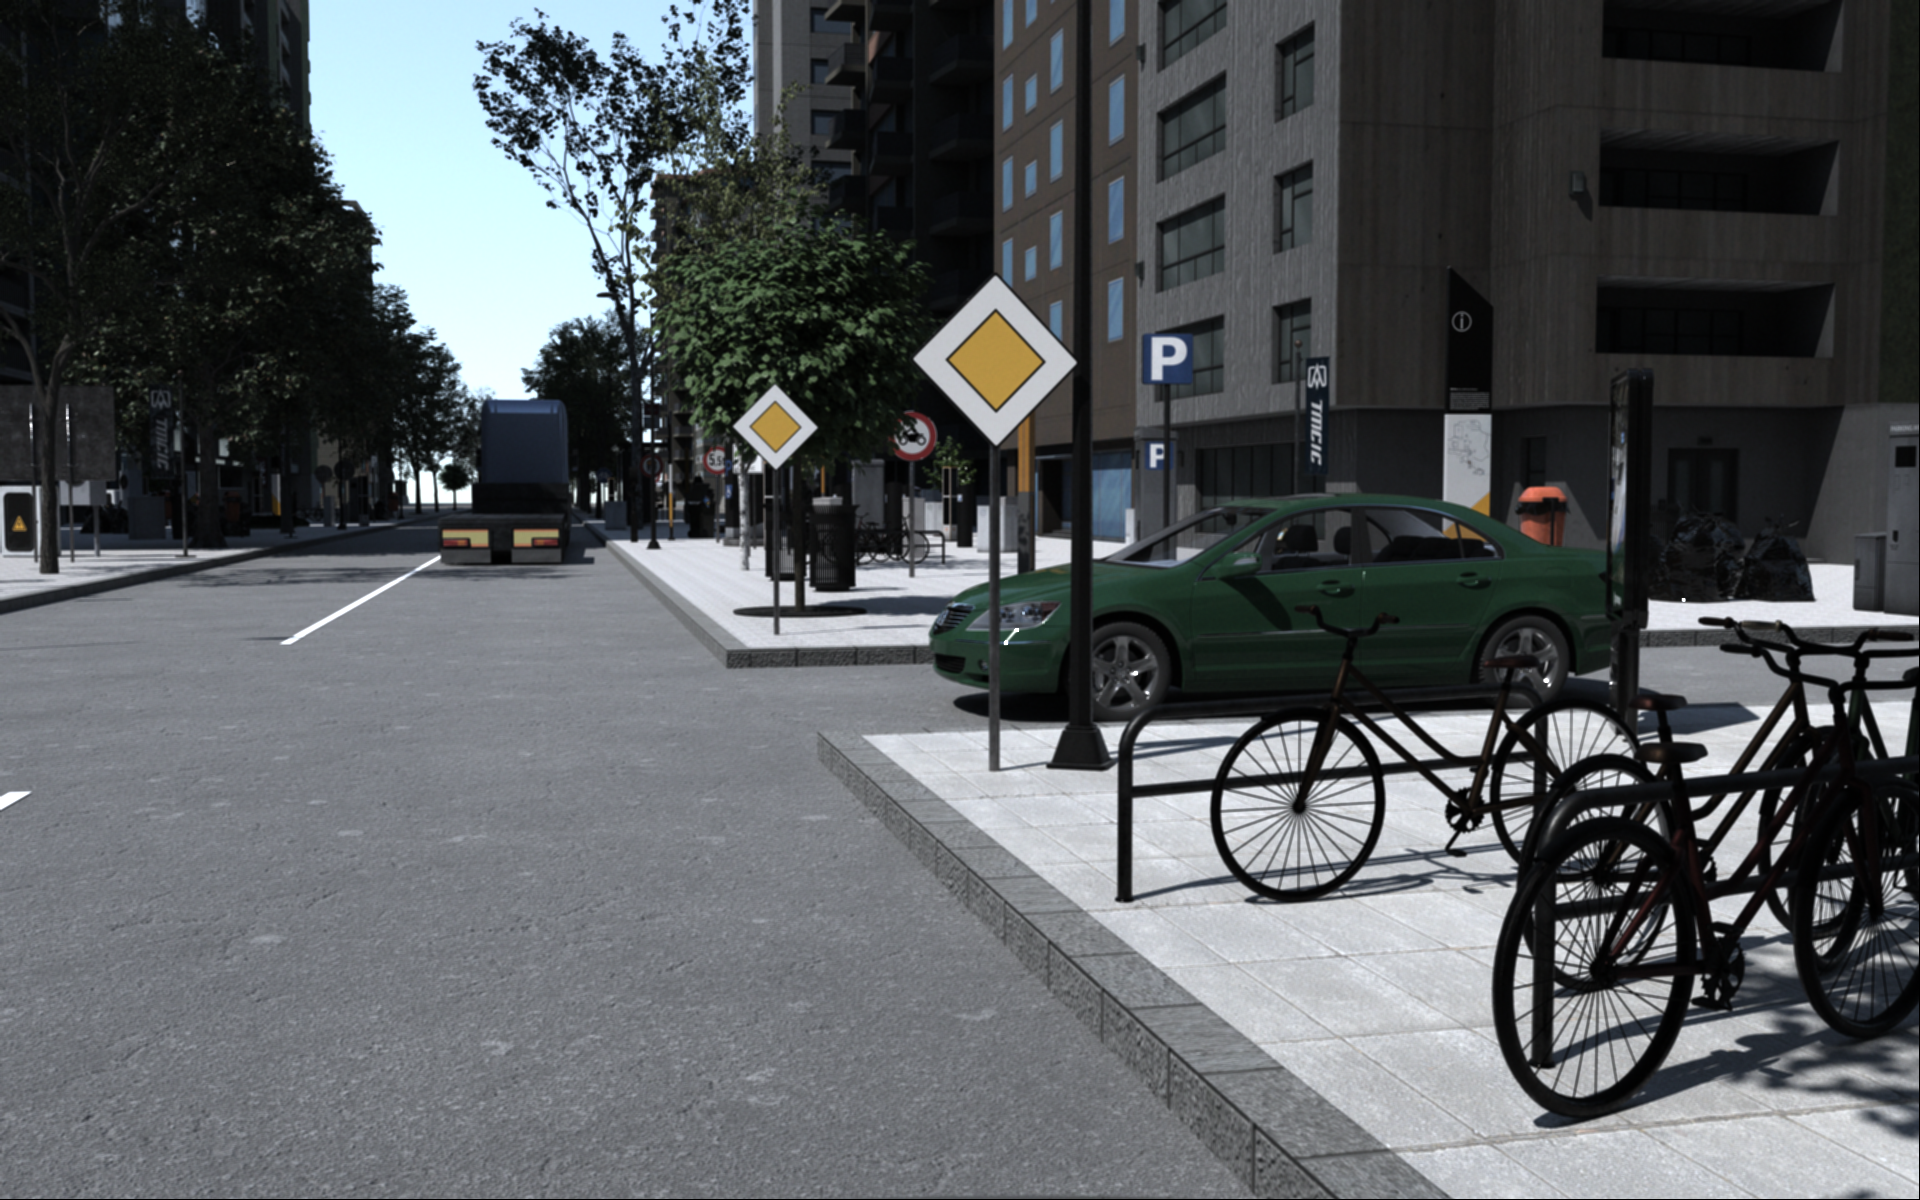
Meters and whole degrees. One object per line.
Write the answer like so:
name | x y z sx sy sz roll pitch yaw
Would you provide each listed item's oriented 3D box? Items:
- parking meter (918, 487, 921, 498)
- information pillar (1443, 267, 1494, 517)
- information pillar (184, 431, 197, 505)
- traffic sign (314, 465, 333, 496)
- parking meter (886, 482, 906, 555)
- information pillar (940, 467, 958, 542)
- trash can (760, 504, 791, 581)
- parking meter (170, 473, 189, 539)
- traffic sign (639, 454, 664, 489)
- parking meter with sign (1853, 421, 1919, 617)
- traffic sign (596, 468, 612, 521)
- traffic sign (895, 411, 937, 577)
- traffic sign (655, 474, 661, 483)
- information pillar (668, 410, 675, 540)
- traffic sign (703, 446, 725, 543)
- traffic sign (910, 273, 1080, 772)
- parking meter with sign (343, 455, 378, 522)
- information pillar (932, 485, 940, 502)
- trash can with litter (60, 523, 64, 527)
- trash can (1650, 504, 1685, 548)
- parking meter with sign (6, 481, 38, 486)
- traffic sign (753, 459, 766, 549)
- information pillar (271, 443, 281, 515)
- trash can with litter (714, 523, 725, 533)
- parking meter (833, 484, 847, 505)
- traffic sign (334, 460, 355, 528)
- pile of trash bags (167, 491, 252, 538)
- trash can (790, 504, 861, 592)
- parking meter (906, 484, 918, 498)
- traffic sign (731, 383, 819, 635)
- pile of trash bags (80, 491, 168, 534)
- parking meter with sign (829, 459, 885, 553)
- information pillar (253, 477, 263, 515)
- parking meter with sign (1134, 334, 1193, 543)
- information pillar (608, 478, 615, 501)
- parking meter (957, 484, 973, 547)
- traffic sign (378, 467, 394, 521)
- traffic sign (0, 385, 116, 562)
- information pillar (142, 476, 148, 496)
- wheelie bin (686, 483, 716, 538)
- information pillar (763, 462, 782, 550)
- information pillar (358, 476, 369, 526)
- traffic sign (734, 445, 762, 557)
parking meter | -1.285 -2.464 48.705 0.372 1.533 0.369 0 3 0
information pillar | 5.254 -1.628 17.981 0.504 3.616 0.183 0 4 -4
information pillar | -27.648 -4.324 62.056 0.504 3.616 0.183 -3 5 -45
traffic sign | -27.975 -4.653 76.178 0.768 2.556 0.104 -1 4 -13
parking meter | -1.390 -1.734 36.769 0.372 1.533 0.369 0 3 0
information pillar | -0.263 -2.584 46.739 0.304 2.012 0.304 3 5 44
trash can | -2.583 -0.858 25.686 0.748 1.137 0.748 0 3 0
parking meter | -22.103 -2.650 49.038 0.255 1.863 0.399 3 4 38
traffic sign | -9.750 -3.345 54.804 0.768 2.556 0.104 -1 4 -11
parking meter with sign | 10.211 -1.346 18.274 0.543 3.016 1.738 -1 4 -13
traffic sign | -17.173 -5.106 83.588 0.768 2.556 0.104 -1 4 -12
traffic sign | -0.739 -1.621 26.604 0.768 2.556 0.104 -1 4 -10
traffic sign | -14.586 -5.023 82.240 0.768 2.556 0.104 0 4 -6
information pillar | -8.039 -3.472 48.128 0.183 3.616 0.504 0 4 -8
traffic sign | -6.370 -2.776 45.501 0.768 2.556 0.104 -1 4 -9
traffic sign | 0.156 -0.264 7.963 0.795 2.450 0.064 -1 4 -13
parking meter with sign | -27.312 -5.034 78.563 1.738 3.016 0.543 1 4 16
information pillar | -0.824 -3.466 61.166 0.304 2.012 0.304 -1 4 -12
trash can with litter | -35.185 -3.384 66.718 0.624 1.170 1.055 2 4 33
trash can | 10.096 -0.823 25.113 0.748 1.137 0.748 0 3 0
parking meter with sign | -25.137 -3.068 46.421 1.738 3.016 0.543 0 4 -2
traffic sign | -4.796 -2.470 40.380 0.884 2.594 0.081 -1 4 -10
information pillar | -28.258 -4.908 71.606 0.504 3.616 0.183 2 4 28
trash can with litter | -7.638 -2.820 57.493 0.624 1.170 1.055 3 4 38
parking meter | -3.111 -2.241 45.052 0.372 1.533 0.369 0 3 0
traffic sign | -23.074 -3.966 64.942 0.768 2.556 0.104 0 4 -7
pile of trash bags | -22.264 -2.588 52.072 1.912 1.369 3.447 -3 4 -39
trash can | -1.684 -0.686 22.864 0.748 1.137 0.748 0 3 0
parking meter | -1.324 -2.065 42.177 0.372 1.533 0.369 0 3 0
traffic sign | -1.675 -0.740 15.736 0.795 2.450 0.064 -1 4 -13
pile of trash bags | -27.055 -2.871 56.696 3.447 1.369 1.912 1 4 21
parking meter with sign | -1.982 -2.533 37.677 1.738 3.016 0.543 -1 4 -9
information pillar | -30.702 -4.361 75.792 0.304 2.012 0.304 0 4 -1
parking meter with sign | 2.251 -1.435 19.728 0.543 3.016 1.738 0 4 0
information pillar | -16.117 -4.624 80.088 0.304 2.012 0.304 -1 4 -15
parking meter | 0.118 -2.042 41.796 0.372 1.533 0.369 0 3 0
traffic sign | -27.306 -5.035 82.427 0.768 2.556 0.104 -1 4 -12
traffic sign | -17.016 -2.359 32.446 2.265 3.308 0.079 0 4 -8
information pillar | -33.944 -4.127 71.961 0.304 2.012 0.304 2 4 34
wheelie bin | -7.547 -2.610 50.578 0.980 1.594 0.693 3 4 38
information pillar | -4.292 -2.153 39.698 0.304 2.012 0.304 2 4 29
information pillar | -23.802 -3.953 69.122 0.304 2.012 0.304 -3 5 -44
traffic sign | -4.320 -2.032 35.358 0.606 2.300 0.079 0 4 -7
